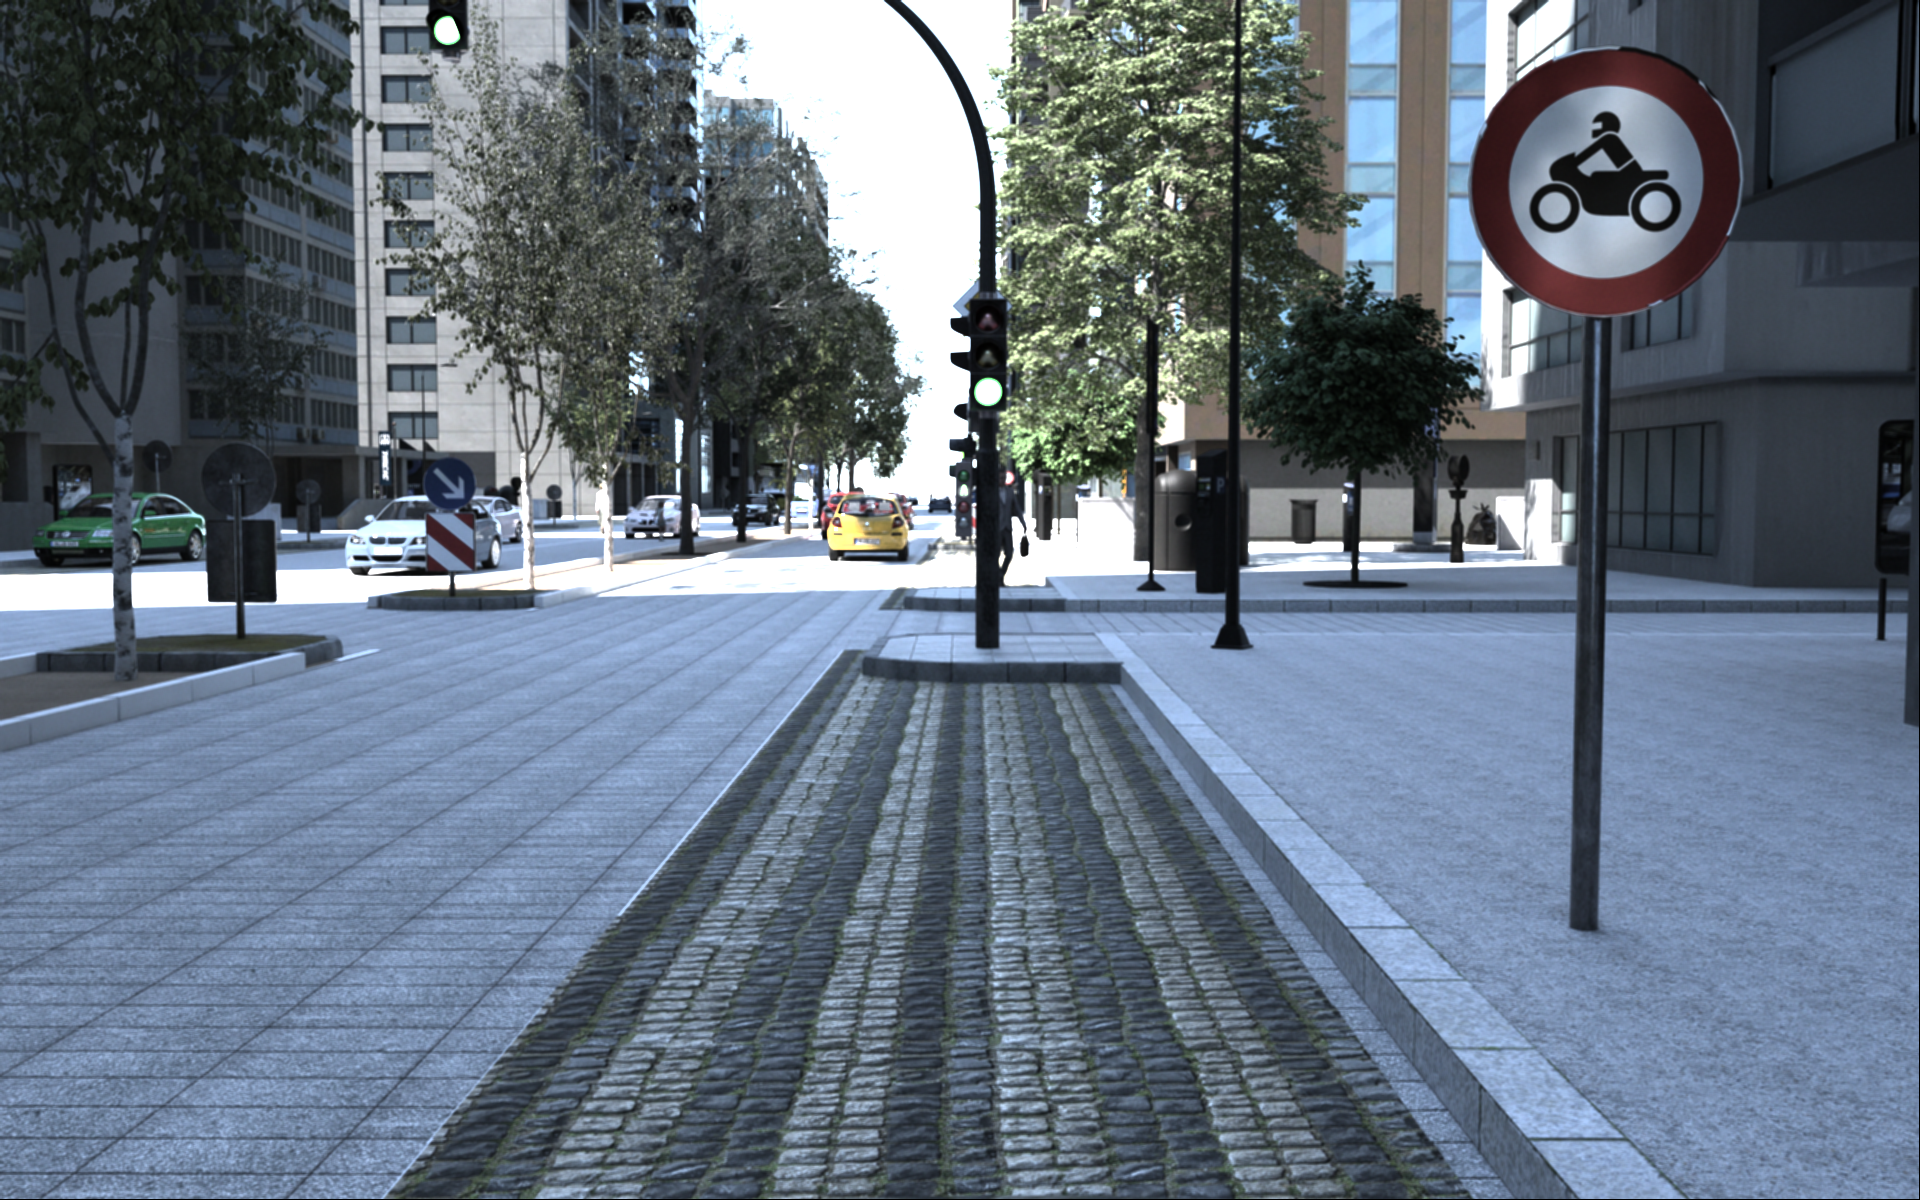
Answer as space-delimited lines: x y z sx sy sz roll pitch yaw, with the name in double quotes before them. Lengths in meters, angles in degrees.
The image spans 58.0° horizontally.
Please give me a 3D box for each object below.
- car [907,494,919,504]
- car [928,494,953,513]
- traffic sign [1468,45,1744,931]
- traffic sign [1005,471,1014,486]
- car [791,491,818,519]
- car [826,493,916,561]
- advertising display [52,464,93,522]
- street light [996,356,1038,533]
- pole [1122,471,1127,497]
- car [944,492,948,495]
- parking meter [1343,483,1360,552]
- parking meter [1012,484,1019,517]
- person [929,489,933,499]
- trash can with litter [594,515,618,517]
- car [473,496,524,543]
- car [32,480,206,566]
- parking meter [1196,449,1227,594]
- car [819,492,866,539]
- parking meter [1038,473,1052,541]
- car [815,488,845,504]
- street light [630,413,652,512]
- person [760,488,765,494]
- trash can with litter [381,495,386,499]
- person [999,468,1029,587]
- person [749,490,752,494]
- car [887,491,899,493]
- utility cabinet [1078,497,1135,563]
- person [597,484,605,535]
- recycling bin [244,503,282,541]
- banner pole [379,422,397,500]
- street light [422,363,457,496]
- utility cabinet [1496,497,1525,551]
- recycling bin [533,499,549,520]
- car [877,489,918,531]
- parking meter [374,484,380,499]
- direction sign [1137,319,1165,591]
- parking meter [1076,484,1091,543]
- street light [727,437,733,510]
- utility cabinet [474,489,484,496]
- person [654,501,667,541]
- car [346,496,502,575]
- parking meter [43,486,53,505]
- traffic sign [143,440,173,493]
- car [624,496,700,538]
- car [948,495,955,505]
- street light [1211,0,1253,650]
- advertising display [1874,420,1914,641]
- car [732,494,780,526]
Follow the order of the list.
"car" -6.876 -14.873 252.965 2.009 1.686 4.222 0 4 1
"car" -1.515 -7.412 133.194 2.014 1.417 4.499 0 4 1
"traffic sign" 1.845 -0.302 5.043 0.768 2.556 0.104 0 4 4
"traffic sign" 2.602 -5.818 95.229 0.768 2.556 0.104 1 4 8
"car" -9.067 -5.596 101.084 1.945 1.707 3.694 0 3 0
"car" -1.986 -1.718 38.313 2.015 1.641 3.980 0 4 -1
"advertising display" -19.177 -1.973 37.474 0.123 1.923 0.974 1 4 18
"street light" 2.020 -5.200 57.557 1.470 5.913 1.316 0 4 0
"pole" 6.222 -4.384 65.514 0.158 3.312 0.155 0 3 0
"car" -1.768 -14.851 252.407 1.945 1.707 3.694 0 4 2
"parking meter" 8.741 -1.850 38.655 0.372 1.533 0.369 0 3 0
"parking meter" 3.081 -5.524 96.035 0.255 1.863 0.399 2 4 25
"person" -2.462 -8.349 144.947 0.705 1.831 1.348 0 4 -5
"trash can with litter" -19.946 -5.247 96.847 1.678 1.210 2.233 1 4 11
"car" -13.886 -2.275 49.565 2.083 1.381 4.827 0 4 2
"car" -17.173 -1.635 35.536 1.959 1.807 4.718 0 4 0
"parking meter" 3.255 -1.023 22.440 0.255 1.863 0.399 3 5 41
"car" -3.532 -2.893 56.338 2.155 1.783 4.494 0 4 -1
"parking meter" 2.321 -2.544 47.301 0.255 1.863 0.399 -2 4 -23
"car" -8.322 -6.335 112.256 2.281 1.827 5.304 0 3 0
"street light" -18.261 -7.735 99.010 1.470 5.913 1.316 0 4 0
"person" -12.464 -6.146 108.972 0.705 1.826 1.348 2 4 30
"trash can with litter" -30.219 -4.914 91.395 1.678 1.210 2.233 0 4 -3
"person" 0.634 -1.043 25.682 0.709 1.813 0.853 -2 4 -26
"person" -16.460 -7.755 135.971 1.217 1.739 0.721 -1 4 -13
"car" -8.537 -13.006 221.326 2.281 1.827 5.304 0 4 -1
"utility cabinet" 2.749 -1.305 32.504 1.020 1.237 0.306 0 4 -7
"person" -12.534 -3.188 60.848 0.478 1.798 0.641 1 4 14
"recycling bin" -19.144 -2.148 47.674 0.722 1.027 0.722 -3 4 -36
"banner pole" -19.936 -4.312 60.523 0.863 3.779 0.401 1 4 14
"street light" -18.542 -5.450 61.656 1.470 5.913 1.316 0 4 0
"utility cabinet" 12.720 -1.722 39.309 1.020 1.237 0.306 0 4 4
"recycling bin" -21.250 -4.588 87.567 0.722 1.027 0.722 3 4 36
"car" -2.792 -3.692 69.396 2.155 1.783 4.494 0 4 0
"parking meter" -32.801 -5.610 97.433 0.255 1.863 0.399 -2 4 -29
"direction sign" 2.544 -1.894 22.961 0.379 3.537 0.876 1 4 14
"parking meter" 3.224 -2.254 45.271 0.372 1.533 0.369 0 3 0
"street light" -17.909 -10.120 138.005 1.470 5.913 1.316 0 4 0
"utility cabinet" -26.159 -5.236 94.290 0.318 1.500 1.173 -3 4 -37
"person" -9.168 -2.398 52.729 0.505 1.210 0.382 2 4 35
"car" -9.822 -1.227 32.069 2.014 1.417 4.499 0 4 2
"parking meter" -28.518 -2.805 54.276 0.372 1.533 0.369 0 3 0
"traffic sign" -18.967 -2.497 40.939 0.768 2.556 0.104 1 4 8
"car" -9.850 -2.762 57.522 2.083 1.381 4.827 0 4 2
"car" -1.107 -11.196 195.411 2.083 1.381 4.827 0 4 -1
"street light" 1.731 -2.554 14.292 1.470 5.913 1.316 0 4 0
"advertising display" 8.404 -0.590 14.861 0.974 1.923 0.123 3 5 42
"car" -9.269 -4.214 78.688 2.009 1.686 4.222 0 4 2
